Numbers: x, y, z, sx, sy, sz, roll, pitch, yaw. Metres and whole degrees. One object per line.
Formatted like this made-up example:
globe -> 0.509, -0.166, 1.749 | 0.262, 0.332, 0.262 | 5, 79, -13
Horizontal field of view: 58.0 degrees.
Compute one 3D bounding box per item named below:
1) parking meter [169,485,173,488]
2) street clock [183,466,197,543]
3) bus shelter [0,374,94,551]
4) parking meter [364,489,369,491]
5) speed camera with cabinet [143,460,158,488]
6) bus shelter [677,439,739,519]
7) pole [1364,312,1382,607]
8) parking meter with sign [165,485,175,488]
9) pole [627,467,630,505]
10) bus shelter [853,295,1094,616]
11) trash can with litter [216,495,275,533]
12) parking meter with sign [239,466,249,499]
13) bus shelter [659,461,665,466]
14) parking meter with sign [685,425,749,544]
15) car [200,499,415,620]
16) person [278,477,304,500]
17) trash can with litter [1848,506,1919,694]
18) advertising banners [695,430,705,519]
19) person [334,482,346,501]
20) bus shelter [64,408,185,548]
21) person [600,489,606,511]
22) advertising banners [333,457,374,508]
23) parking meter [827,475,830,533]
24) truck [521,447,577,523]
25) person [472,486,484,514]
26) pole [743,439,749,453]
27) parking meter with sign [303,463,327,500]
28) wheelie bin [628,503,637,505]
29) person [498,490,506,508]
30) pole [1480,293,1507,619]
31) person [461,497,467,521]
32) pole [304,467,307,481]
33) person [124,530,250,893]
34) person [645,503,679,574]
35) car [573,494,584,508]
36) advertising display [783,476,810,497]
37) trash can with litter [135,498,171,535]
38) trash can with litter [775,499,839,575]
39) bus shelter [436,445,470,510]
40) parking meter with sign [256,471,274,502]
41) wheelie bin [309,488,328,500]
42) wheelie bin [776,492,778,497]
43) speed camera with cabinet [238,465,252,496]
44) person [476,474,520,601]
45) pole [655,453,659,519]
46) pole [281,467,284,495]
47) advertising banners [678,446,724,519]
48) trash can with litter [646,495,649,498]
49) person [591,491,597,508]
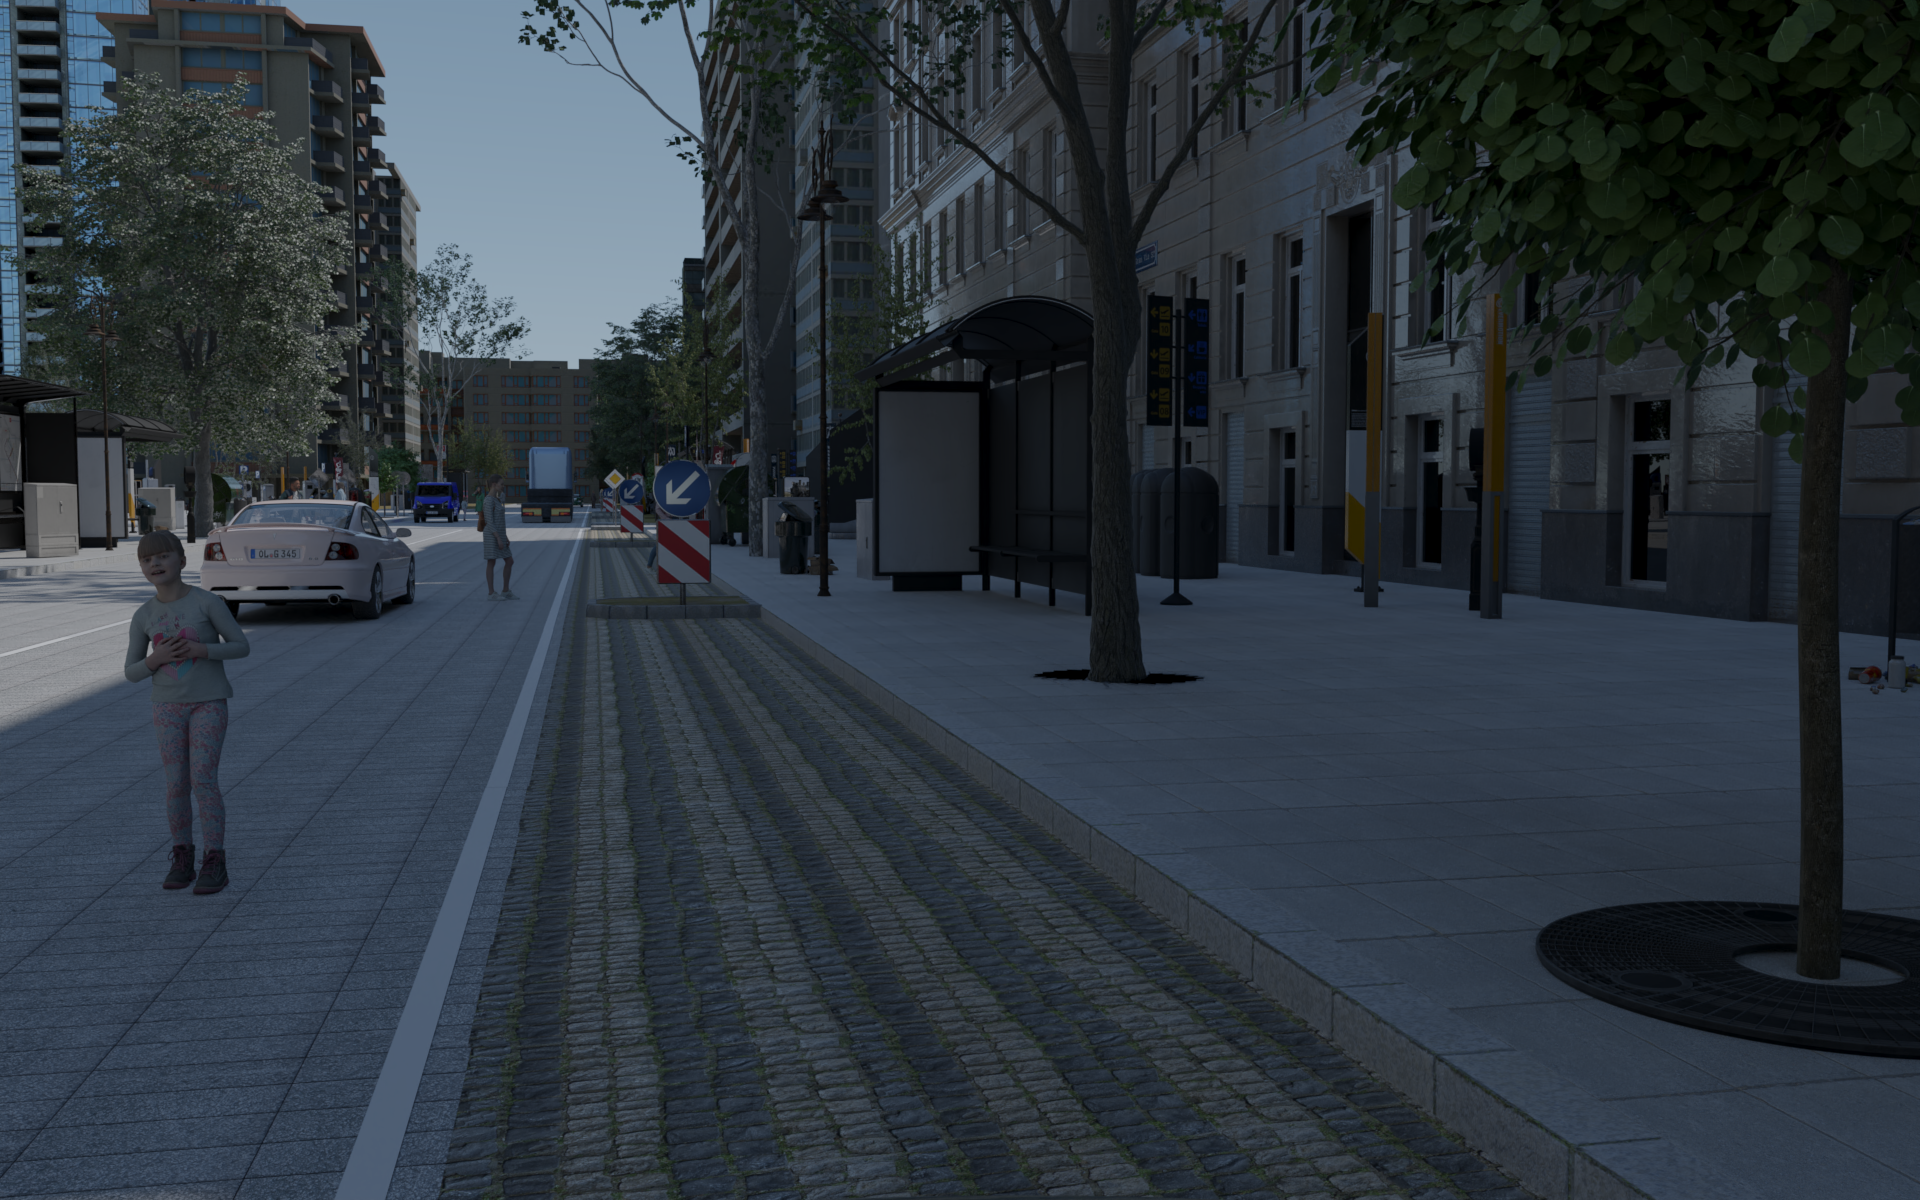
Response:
parking meter -> -52.750, -6.735, 115.828 | 0.255, 1.863, 0.399 | -1, 4, -19
street clock -> -20.071, -2.483, 45.162 | 0.358, 2.002, 0.471 | -2, 4, -32
bus shelter -> -20.156, -2.786, 36.830 | 1.731, 3.624, 6.357 | -1, 4, -12
parking meter -> -29.393, -4.742, 85.943 | 0.372, 1.533, 0.369 | 0, 3, 0
speed camera with cabinet -> -46.144, -6.438, 99.595 | 2.038, 3.252, 0.660 | 2, 4, 33
bus shelter -> -9.661, -4.425, 66.276 | 2.014, 3.302, 5.546 | -1, 4, -12
pole -> 4.672, -1.575, 19.594 | 0.158, 3.312, 0.155 | 0, 3, 0
parking meter with sign -> -63.481, -8.741, 139.179 | 1.738, 3.016, 0.543 | -1, 4, -10
pole -> -24.140, -8.089, 126.103 | 0.158, 3.312, 0.155 | 0, 3, 0
bus shelter -> 0.163, -1.617, 20.369 | 2.014, 3.302, 5.546 | -1, 4, -12
trash can with litter -> -23.433, -2.719, 55.511 | 1.678, 1.210, 2.233 | 1, 4, 22
parking meter with sign -> -43.717, -6.672, 105.340 | 0.543, 3.016, 1.738 | -1, 4, -10
bus shelter -> -16.728, -6.537, 100.796 | 2.014, 3.302, 5.546 | -1, 4, -12
parking meter with sign -> -6.120, -2.933, 44.214 | 1.738, 3.016, 0.543 | -1, 4, -13
car -> -7.802, -0.529, 21.008 | 2.083, 1.381, 4.827 | -1, 4, -10
person -> -15.141, -1.896, 39.491 | 0.794, 1.824, 0.713 | -3, 4, -38
trash can with litter -> 6.966, -0.035, 11.623 | 2.233, 1.210, 1.678 | 0, 4, 1
advertising banners -> -7.258, -3.182, 48.215 | 0.090, 3.025, 2.074 | 0, 4, -4
person -> -18.544, -2.639, 51.904 | 0.793, 1.790, 0.793 | 3, 5, 43
bus shelter -> -21.236, -3.045, 43.715 | 2.014, 3.302, 5.546 | -1, 4, -12
person -> -27.789, -7.718, 134.869 | 0.537, 1.800, 0.526 | -3, 5, -44
advertising banners -> -28.942, -5.288, 82.639 | 0.090, 3.025, 2.074 | 3, 5, 40
parking meter -> -3.792, -2.792, 51.363 | 0.255, 1.863, 0.399 | 0, 4, 6
truck -> -22.344, -6.387, 94.185 | 2.967, 4.110, 18.799 | -1, 4, -12
person -> -22.741, -4.484, 82.055 | 0.600, 1.795, 0.529 | 1, 4, 12
pole -> -7.901, -4.296, 64.081 | 0.158, 3.312, 0.155 | 0, 3, 0
parking meter with sign -> -36.389, -6.157, 96.923 | 1.738, 3.016, 0.543 | -3, 4, -38
wheelie bin -> -23.308, -7.063, 123.392 | 0.693, 1.594, 0.980 | 2, 4, 32
person -> -37.318, -8.093, 141.019 | 0.583, 1.804, 0.606 | 1, 4, 16
pole -> 5.473, -1.462, 17.750 | 0.158, 3.312, 0.155 | 0, 3, 0
person -> -26.276, -4.840, 91.912 | 0.425, 1.301, 0.394 | 1, 4, 21
pole -> -48.631, -8.249, 128.716 | 0.158, 3.312, 0.155 | 0, 3, 0
person -> -2.808, 0.396, 6.303 | 0.425, 1.301, 0.394 | -1, 4, -22
person -> -5.257, -1.324, 30.734 | 0.643, 1.750, 0.593 | 1, 4, 22
car -> -41.335, -10.632, 185.624 | 2.131, 1.459, 4.920 | -1, 4, -11
advertising display -> -5.892, -3.501, 62.453 | 0.974, 1.923, 0.123 | -1, 4, -17
trash can with litter -> -25.070, -2.597, 53.852 | 1.055, 1.170, 0.624 | 0, 4, 6
trash can with litter -> -2.433, -0.998, 27.702 | 1.055, 1.170, 0.624 | 2, 4, 26
bus shelter -> -42.175, -10.185, 144.158 | 2.179, 5.291, 8.768 | -1, 4, -12
parking meter with sign -> -52.252, -8.235, 130.896 | 0.543, 3.016, 1.738 | 3, 4, 37
wheelie bin -> -31.618, -4.744, 85.466 | 0.693, 1.594, 0.980 | 1, 4, 20
wheelie bin -> -12.210, -6.404, 112.619 | 0.980, 1.594, 0.693 | -2, 4, -30
speed camera with cabinet -> -48.134, -7.392, 115.193 | 0.660, 3.252, 2.038 | 2, 4, 28
person -> -6.252, -0.845, 23.322 | 0.522, 1.701, 0.512 | 0, 4, -1
pole -> -15.146, -5.671, 86.559 | 0.158, 3.312, 0.155 | 0, 3, 0
pole -> -51.317, -8.404, 131.249 | 0.158, 3.312, 0.155 | 0, 3, 0
advertising banners -> -9.328, -4.040, 62.249 | 2.074, 3.025, 0.090 | -3, 5, -40
trash can with litter -> -24.079, -7.345, 131.153 | 2.233, 1.210, 1.678 | -3, 5, -44
person -> -36.380, -9.974, 172.123 | 0.434, 1.755, 0.990 | -3, 5, -40
